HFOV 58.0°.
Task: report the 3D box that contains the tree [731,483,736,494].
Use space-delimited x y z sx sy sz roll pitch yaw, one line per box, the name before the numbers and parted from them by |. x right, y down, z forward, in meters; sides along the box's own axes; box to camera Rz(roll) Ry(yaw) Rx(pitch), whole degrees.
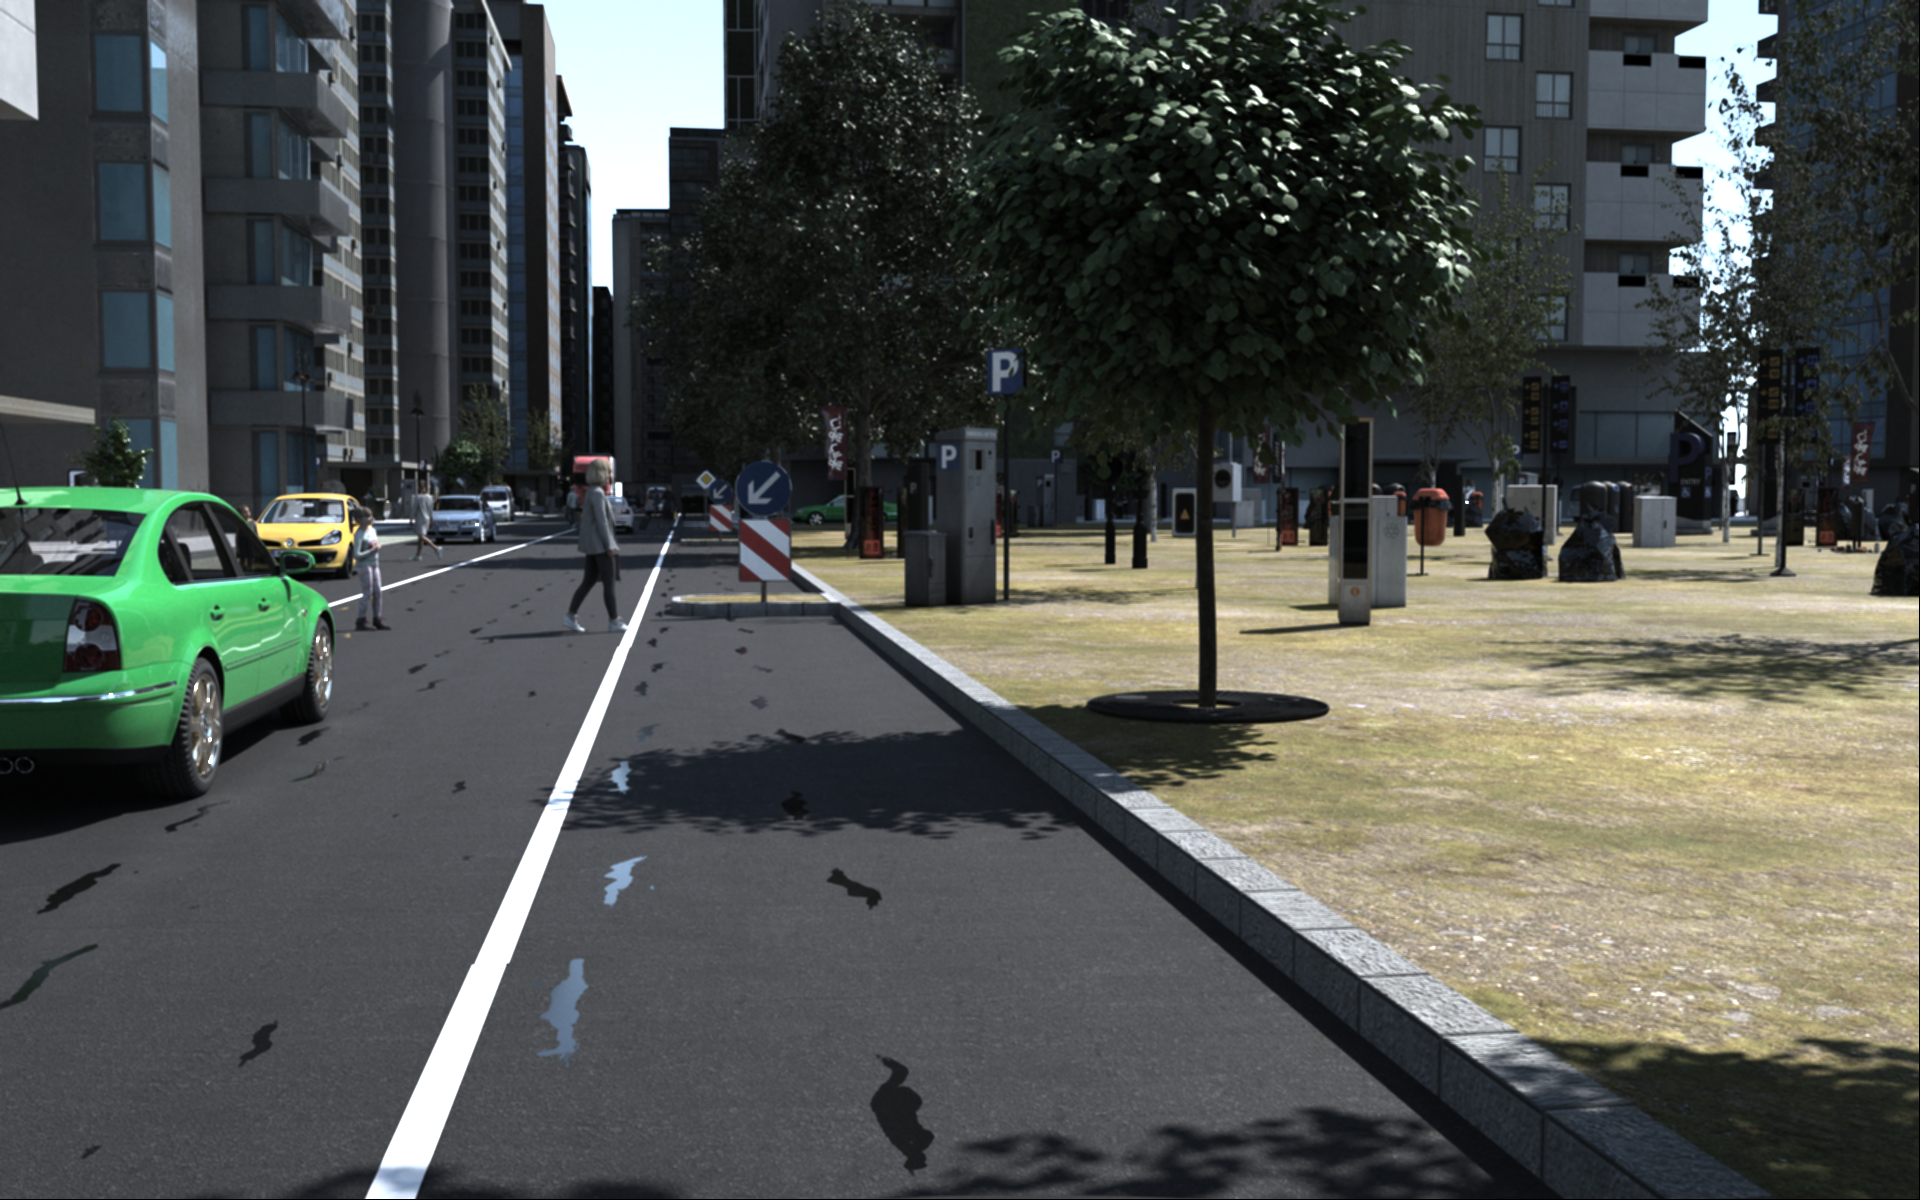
tree | -20.763 -9.789 154.655 1.663 3.219 1.824 0 3 0

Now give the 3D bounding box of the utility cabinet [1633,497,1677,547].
utility cabinet | 16.781 -1.875 41.825 1.020 1.237 0.306 -1 4 -17

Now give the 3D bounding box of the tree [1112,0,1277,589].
tree | 3.401 -4.473 23.504 4.360 8.622 3.978 0 3 0

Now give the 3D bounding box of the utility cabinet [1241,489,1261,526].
utility cabinet | 11.371 -3.685 68.926 1.173 1.500 0.318 0 4 2

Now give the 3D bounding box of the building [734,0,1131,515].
building | 1.221 -25.902 115.381 32.217 40.220 23.993 -1 4 -9

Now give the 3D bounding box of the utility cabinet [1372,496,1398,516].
utility cabinet | 14.283 -2.906 58.674 1.020 1.237 0.306 0 4 -3

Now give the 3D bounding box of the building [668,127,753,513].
building | -16.327 -22.551 140.407 14.160 30.474 14.107 -1 4 -9

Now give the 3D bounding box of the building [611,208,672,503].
building | -41.100 -34.094 241.033 14.086 41.232 14.154 -1 4 -9

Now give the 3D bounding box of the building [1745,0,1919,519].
building | 54.119 -27.182 94.533 14.200 45.320 14.600 -1 4 -9

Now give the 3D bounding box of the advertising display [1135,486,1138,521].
advertising display | 7.068 -3.864 68.386 0.123 1.923 0.974 0 4 -5

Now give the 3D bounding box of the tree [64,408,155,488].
tree | -18.877 -2.711 38.919 1.663 3.219 1.824 0 3 0

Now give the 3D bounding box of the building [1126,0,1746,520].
building | 24.443 -31.077 97.340 27.495 52.752 28.713 -1 4 -9

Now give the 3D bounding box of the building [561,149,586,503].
building | -50.815 -31.545 199.361 14.154 41.232 14.086 -1 4 -9

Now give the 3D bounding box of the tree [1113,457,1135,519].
tree | 8.198 -5.707 87.917 1.663 3.219 1.824 0 3 0

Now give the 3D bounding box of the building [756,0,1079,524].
building | -2.526 -24.481 83.855 14.086 41.232 14.154 -1 4 -9

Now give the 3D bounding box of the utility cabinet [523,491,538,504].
utility cabinet | -36.547 -8.480 147.333 1.173 1.500 0.318 1 4 11

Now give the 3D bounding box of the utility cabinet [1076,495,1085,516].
utility cabinet | 6.909 -5.461 100.441 1.020 1.237 0.306 2 4 32

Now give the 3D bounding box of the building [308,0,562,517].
building | -46.294 -26.563 126.190 32.217 40.220 23.993 -1 4 -9

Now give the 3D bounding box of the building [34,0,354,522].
building | -36.287 -26.596 54.451 30.456 49.044 23.786 -1 4 -9

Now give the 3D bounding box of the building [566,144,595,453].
building | -53.606 -34.686 217.225 14.200 45.320 14.600 -1 4 -9

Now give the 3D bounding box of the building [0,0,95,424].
building | -29.754 -26.373 20.435 28.713 52.752 27.495 -1 4 -9

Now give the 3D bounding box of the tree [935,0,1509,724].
tree | 1.479 -1.627 10.311 4.285 4.588 4.351 0 3 0

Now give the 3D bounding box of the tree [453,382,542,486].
tree | -30.724 -9.931 112.734 4.737 8.622 4.395 0 3 0

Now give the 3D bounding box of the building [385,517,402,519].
building | -46.401 -24.585 93.851 32.217 40.220 23.993 -1 4 -9

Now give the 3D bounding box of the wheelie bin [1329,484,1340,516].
wheelie bin | 12.130 -2.875 54.916 0.693 1.594 0.980 -3 5 -44

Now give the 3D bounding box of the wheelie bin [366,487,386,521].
wheelie bin | -27.930 -4.575 82.703 0.693 1.594 0.980 2 4 30

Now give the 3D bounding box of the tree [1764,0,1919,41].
tree | 8.886 -3.984 15.507 4.360 8.622 3.978 0 3 0

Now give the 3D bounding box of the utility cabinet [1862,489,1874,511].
utility cabinet | 40.972 -4.253 78.223 0.318 1.500 1.173 1 4 20

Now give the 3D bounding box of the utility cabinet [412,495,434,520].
utility cabinet | -26.729 -4.588 86.168 1.020 1.237 0.306 -1 4 -13

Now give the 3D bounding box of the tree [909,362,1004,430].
tree | -0.088 -7.143 67.153 4.737 8.622 4.395 0 3 0

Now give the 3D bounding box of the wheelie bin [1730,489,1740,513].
wheelie bin | 51.213 -6.548 114.963 0.980 1.594 0.693 0 4 1

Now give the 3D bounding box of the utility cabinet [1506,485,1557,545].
utility cabinet | 14.305 -2.122 43.376 1.173 1.500 0.318 2 4 31

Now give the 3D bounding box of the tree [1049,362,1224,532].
tree | 5.916 -8.545 57.832 7.486 12.596 7.792 0 3 0

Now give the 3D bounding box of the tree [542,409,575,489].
tree | -34.888 -11.971 146.089 4.737 8.622 4.395 0 3 0

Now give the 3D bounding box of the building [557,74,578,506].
building | -50.901 -31.925 176.591 22.147 44.769 28.867 -1 4 -9

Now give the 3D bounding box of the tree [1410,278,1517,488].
tree | 15.482 -6.452 55.850 4.360 8.622 3.978 0 3 0

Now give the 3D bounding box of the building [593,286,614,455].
building | -55.031 -28.594 239.211 14.107 30.474 14.160 -1 4 -9

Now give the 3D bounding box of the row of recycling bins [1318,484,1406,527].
row of recycling bins | 15.789 -3.742 68.286 3.534 1.692 1.069 0 4 -5

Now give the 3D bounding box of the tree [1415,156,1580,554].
tree | 11.306 -5.301 37.033 4.737 8.622 4.395 0 3 0

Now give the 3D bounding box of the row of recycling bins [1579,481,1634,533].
row of recycling bins | 21.533 -3.053 57.032 3.534 1.692 1.069 -3 5 -39

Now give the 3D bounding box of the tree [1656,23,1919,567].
tree | 14.200 -4.876 30.079 4.360 8.622 3.978 0 3 0

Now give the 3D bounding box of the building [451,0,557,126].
building | -43.673 -30.938 155.949 14.600 45.320 14.200 -1 4 -9

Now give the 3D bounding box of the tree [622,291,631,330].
tree | -6.069 -8.529 56.451 9.611 12.733 9.660 0 3 0

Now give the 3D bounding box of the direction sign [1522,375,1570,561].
direction sign | 11.259 -2.529 33.346 0.876 3.537 0.379 2 4 31

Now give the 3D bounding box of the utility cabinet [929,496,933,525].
utility cabinet | -1.594 -3.704 71.718 1.020 1.237 0.306 -3 5 -42

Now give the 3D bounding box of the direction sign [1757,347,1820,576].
direction sign | 12.913 -2.145 27.068 0.876 3.537 0.379 3 4 38

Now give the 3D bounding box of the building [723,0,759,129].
building | -21.376 -47.699 218.133 20.563 71.187 20.611 -1 4 -9

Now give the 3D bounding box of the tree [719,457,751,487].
tree | -12.207 -7.132 100.319 4.285 4.588 4.351 0 3 0

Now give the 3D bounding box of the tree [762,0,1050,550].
tree | -2.166 -7.532 40.164 9.611 12.733 9.660 0 3 0

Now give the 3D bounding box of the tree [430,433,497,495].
tree | -27.931 -6.962 97.542 4.285 4.588 4.351 0 3 0
